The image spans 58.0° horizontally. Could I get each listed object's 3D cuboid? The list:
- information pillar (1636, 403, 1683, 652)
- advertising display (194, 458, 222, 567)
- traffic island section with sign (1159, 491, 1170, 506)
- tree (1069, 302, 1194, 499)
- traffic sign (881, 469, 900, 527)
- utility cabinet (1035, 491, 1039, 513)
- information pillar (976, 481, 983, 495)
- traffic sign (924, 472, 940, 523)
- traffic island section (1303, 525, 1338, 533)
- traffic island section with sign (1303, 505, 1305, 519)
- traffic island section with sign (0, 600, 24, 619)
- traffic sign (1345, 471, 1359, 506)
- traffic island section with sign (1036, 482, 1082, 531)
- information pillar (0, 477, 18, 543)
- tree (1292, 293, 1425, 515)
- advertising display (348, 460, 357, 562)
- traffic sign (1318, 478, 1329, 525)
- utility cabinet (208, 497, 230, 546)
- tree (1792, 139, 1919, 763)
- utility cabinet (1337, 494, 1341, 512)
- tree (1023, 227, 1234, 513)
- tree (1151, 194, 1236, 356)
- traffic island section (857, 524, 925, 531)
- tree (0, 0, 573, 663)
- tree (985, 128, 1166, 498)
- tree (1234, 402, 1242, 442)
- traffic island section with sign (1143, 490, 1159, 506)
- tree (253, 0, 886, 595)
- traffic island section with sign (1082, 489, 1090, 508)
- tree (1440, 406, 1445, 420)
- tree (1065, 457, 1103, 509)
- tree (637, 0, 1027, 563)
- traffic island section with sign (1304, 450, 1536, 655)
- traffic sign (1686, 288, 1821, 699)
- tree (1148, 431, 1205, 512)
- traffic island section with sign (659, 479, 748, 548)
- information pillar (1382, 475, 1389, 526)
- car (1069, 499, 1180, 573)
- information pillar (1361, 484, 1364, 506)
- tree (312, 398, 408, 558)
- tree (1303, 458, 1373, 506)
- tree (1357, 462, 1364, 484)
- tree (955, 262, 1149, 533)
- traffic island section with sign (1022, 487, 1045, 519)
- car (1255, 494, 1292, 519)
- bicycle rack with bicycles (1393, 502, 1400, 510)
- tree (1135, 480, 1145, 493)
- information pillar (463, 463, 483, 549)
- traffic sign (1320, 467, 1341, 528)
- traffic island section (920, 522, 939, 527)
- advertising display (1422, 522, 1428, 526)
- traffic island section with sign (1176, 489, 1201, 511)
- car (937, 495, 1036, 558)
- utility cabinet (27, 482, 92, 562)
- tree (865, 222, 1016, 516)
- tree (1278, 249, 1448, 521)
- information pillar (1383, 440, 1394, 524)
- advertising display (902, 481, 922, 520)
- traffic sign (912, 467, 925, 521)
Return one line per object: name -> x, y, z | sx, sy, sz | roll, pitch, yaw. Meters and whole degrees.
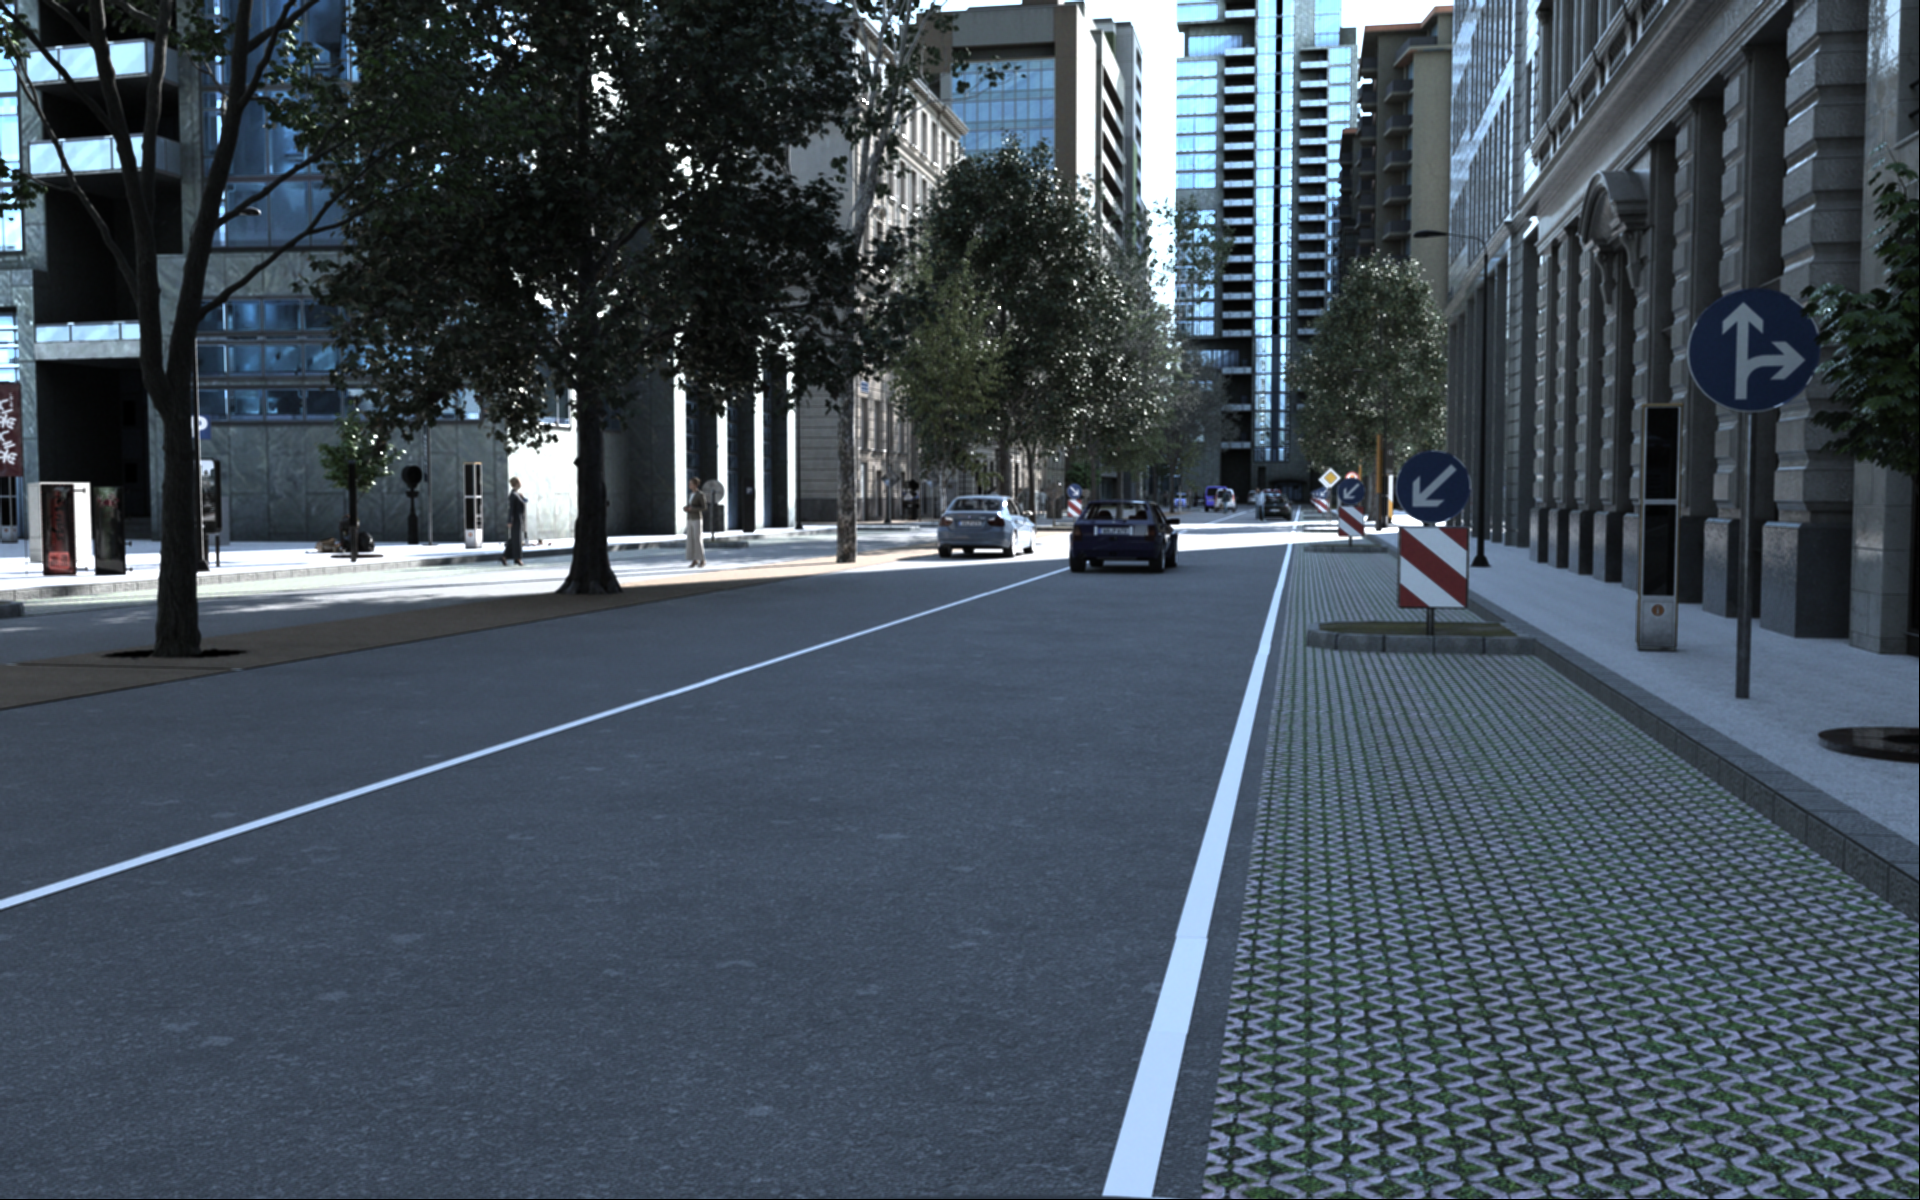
information pillar -> 5.723, -0.593, 14.184 | 0.304, 2.012, 0.304 | 1, 4, 18
advertising display -> -13.555, -1.564, 30.782 | 0.974, 1.923, 0.123 | 1, 4, 20
traffic island section with sign -> 24.111, -11.847, 202.318 | 1.989, 1.847, 2.006 | 1, 4, 11
tree -> 8.356, -10.423, 91.008 | 7.486, 12.596, 7.792 | 0, 3, 0
traffic sign -> -2.739, -3.949, 68.208 | 0.795, 2.450, 0.064 | 1, 4, 11
utility cabinet -> 5.002, -6.719, 118.529 | 0.318, 1.500, 1.173 | 2, 4, 33
information pillar -> 1.060, -5.669, 97.188 | 0.304, 2.012, 0.304 | 0, 4, 4
traffic sign -> -1.188, -4.428, 76.042 | 0.795, 2.450, 0.064 | 1, 4, 11
traffic island section -> 13.905, -2.612, 64.983 | 2.009, 0.180, 2.903 | 1, 4, 11
traffic island section with sign -> 9.543, -2.093, 42.846 | 1.989, 1.847, 2.006 | 1, 4, 11
traffic island section with sign -> -12.006, -0.687, 19.855 | 1.989, 1.847, 2.006 | 1, 4, 11
traffic sign -> 22.013, -5.942, 97.256 | 0.768, 2.556, 0.104 | 1, 4, 12
traffic island section with sign -> 3.570, -3.616, 67.265 | 2.006, 1.907, 1.989 | 1, 4, 11
information pillar -> -24.911, -2.498, 45.329 | 0.304, 2.012, 0.304 | 0, 4, -1
tree -> 25.324, -12.288, 107.564 | 9.857, 13.997, 8.962 | 0, 3, 0
advertising display -> -11.535, -1.693, 32.897 | 0.123, 1.923, 0.974 | -1, 4, -19
traffic sign -> 15.431, -4.226, 72.744 | 0.795, 2.450, 0.064 | 1, 4, 11
utility cabinet -> -18.431, -1.949, 43.031 | 0.306, 1.237, 1.020 | -1, 4, -10
tree -> 5.000, -0.852, 8.530 | 1.663, 3.219, 1.824 | 0, 3, 0
utility cabinet -> 26.909, -6.992, 123.005 | 0.318, 1.500, 1.173 | 1, 4, 12
tree -> 6.140, -10.190, 79.438 | 12.009, 13.543, 11.850 | 0, 3, 0
tree -> 9.503, -14.918, 102.256 | 12.611, 20.169, 13.585 | 0, 3, 0
traffic island section -> -2.763, -2.813, 68.275 | 2.009, 0.180, 2.903 | 1, 4, 11
tree -> -6.811, -5.294, 14.763 | 9.928, 11.665, 9.643 | 0, 3, 0
tree -> 1.438, -8.233, 54.078 | 9.611, 12.733, 9.660 | 0, 3, 0
tree -> 12.956, -12.355, 114.824 | 12.009, 13.543, 11.850 | 0, 3, 0
traffic island section with sign -> 18.866, -10.229, 175.876 | 1.989, 1.847, 2.006 | 1, 4, 11
tree -> -5.294, -6.439, 24.748 | 9.611, 12.733, 9.660 | 0, 3, 0
traffic island section with sign -> 9.271, -7.261, 127.350 | 1.989, 1.847, 2.006 | 1, 4, 11
tree -> 32.004, -10.163, 116.526 | 4.360, 8.622, 3.978 | 0, 3, 0
tree -> 10.588, -10.049, 148.015 | 4.285, 4.588, 4.351 | 0, 3, 0
tree -> -3.386, -10.899, 36.547 | 12.611, 20.169, 13.585 | 0, 3, 0
traffic island section with sign -> 4.308, -0.475, 16.402 | 1.989, 1.847, 2.006 | 1, 4, 11
traffic sign -> 4.925, -0.656, 10.825 | 0.768, 2.556, 0.104 | 1, 4, 16
tree -> 17.309, -11.191, 135.793 | 4.737, 8.622, 4.395 | 0, 3, 0
traffic island section with sign -> -6.760, -2.307, 46.344 | 1.989, 1.847, 2.006 | 1, 4, 11
information pillar -> 16.007, -3.723, 65.359 | 0.304, 2.012, 0.304 | 0, 4, 8
car -> 3.159, -1.246, 32.953 | 1.945, 1.354, 3.894 | 1, 4, 12
information pillar -> 28.079, -7.148, 121.367 | 0.304, 2.012, 0.304 | 2, 4, 33
tree -> -12.320, -2.475, 35.071 | 1.663, 3.219, 1.824 | 0, 3, 0
tree -> 32.158, -13.820, 144.083 | 7.486, 12.596, 7.792 | 0, 3, 0
tree -> 29.757, -10.856, 127.859 | 4.360, 8.622, 3.978 | 0, 3, 0
tree -> 2.736, -7.699, 62.745 | 8.767, 10.594, 7.601 | 1, 4, 11
traffic island section with sign -> 3.894, -5.600, 100.181 | 1.989, 1.847, 2.006 | 1, 4, 11
car -> 18.229, -5.452, 100.946 | 2.131, 1.459, 4.920 | 1, 4, 12
bicycle rack with bicycles -> 35.050, -7.622, 137.995 | 2.852, 0.926, 2.925 | -3, 5, -40
tree -> 21.331, -12.792, 203.753 | 1.663, 3.219, 1.824 | 0, 3, 0
information pillar -> -11.394, -2.204, 40.530 | 0.304, 2.012, 0.304 | 1, 4, 15
traffic sign -> 13.880, -3.747, 64.910 | 0.795, 2.450, 0.064 | 1, 4, 11
traffic island section -> -1.213, -3.292, 76.108 | 2.009, 0.180, 2.903 | 1, 4, 11
advertising display -> 11.068, -2.192, 41.057 | 0.123, 1.923, 0.974 | 1, 4, 22
traffic island section with sign -> 19.599, -8.569, 148.246 | 2.006, 1.907, 1.989 | 1, 4, 11
car -> 0.641, -1.742, 40.492 | 2.014, 1.417, 4.499 | 1, 4, 11
utility cabinet -> -16.937, -1.462, 32.586 | 0.318, 1.500, 1.173 | 1, 4, 19
tree -> -0.444, -5.653, 45.246 | 4.737, 8.622, 4.395 | 0, 3, 0
tree -> 19.618, -10.040, 81.157 | 9.611, 12.733, 9.660 | 0, 3, 0
information pillar -> 18.381, -5.078, 74.380 | 0.504, 3.616, 0.183 | -1, 4, -9
advertising display -> -2.359, -4.861, 84.693 | 0.974, 1.923, 0.123 | 1, 4, 8
traffic sign -> -1.882, -4.967, 81.310 | 0.768, 2.556, 0.104 | 1, 4, 15
